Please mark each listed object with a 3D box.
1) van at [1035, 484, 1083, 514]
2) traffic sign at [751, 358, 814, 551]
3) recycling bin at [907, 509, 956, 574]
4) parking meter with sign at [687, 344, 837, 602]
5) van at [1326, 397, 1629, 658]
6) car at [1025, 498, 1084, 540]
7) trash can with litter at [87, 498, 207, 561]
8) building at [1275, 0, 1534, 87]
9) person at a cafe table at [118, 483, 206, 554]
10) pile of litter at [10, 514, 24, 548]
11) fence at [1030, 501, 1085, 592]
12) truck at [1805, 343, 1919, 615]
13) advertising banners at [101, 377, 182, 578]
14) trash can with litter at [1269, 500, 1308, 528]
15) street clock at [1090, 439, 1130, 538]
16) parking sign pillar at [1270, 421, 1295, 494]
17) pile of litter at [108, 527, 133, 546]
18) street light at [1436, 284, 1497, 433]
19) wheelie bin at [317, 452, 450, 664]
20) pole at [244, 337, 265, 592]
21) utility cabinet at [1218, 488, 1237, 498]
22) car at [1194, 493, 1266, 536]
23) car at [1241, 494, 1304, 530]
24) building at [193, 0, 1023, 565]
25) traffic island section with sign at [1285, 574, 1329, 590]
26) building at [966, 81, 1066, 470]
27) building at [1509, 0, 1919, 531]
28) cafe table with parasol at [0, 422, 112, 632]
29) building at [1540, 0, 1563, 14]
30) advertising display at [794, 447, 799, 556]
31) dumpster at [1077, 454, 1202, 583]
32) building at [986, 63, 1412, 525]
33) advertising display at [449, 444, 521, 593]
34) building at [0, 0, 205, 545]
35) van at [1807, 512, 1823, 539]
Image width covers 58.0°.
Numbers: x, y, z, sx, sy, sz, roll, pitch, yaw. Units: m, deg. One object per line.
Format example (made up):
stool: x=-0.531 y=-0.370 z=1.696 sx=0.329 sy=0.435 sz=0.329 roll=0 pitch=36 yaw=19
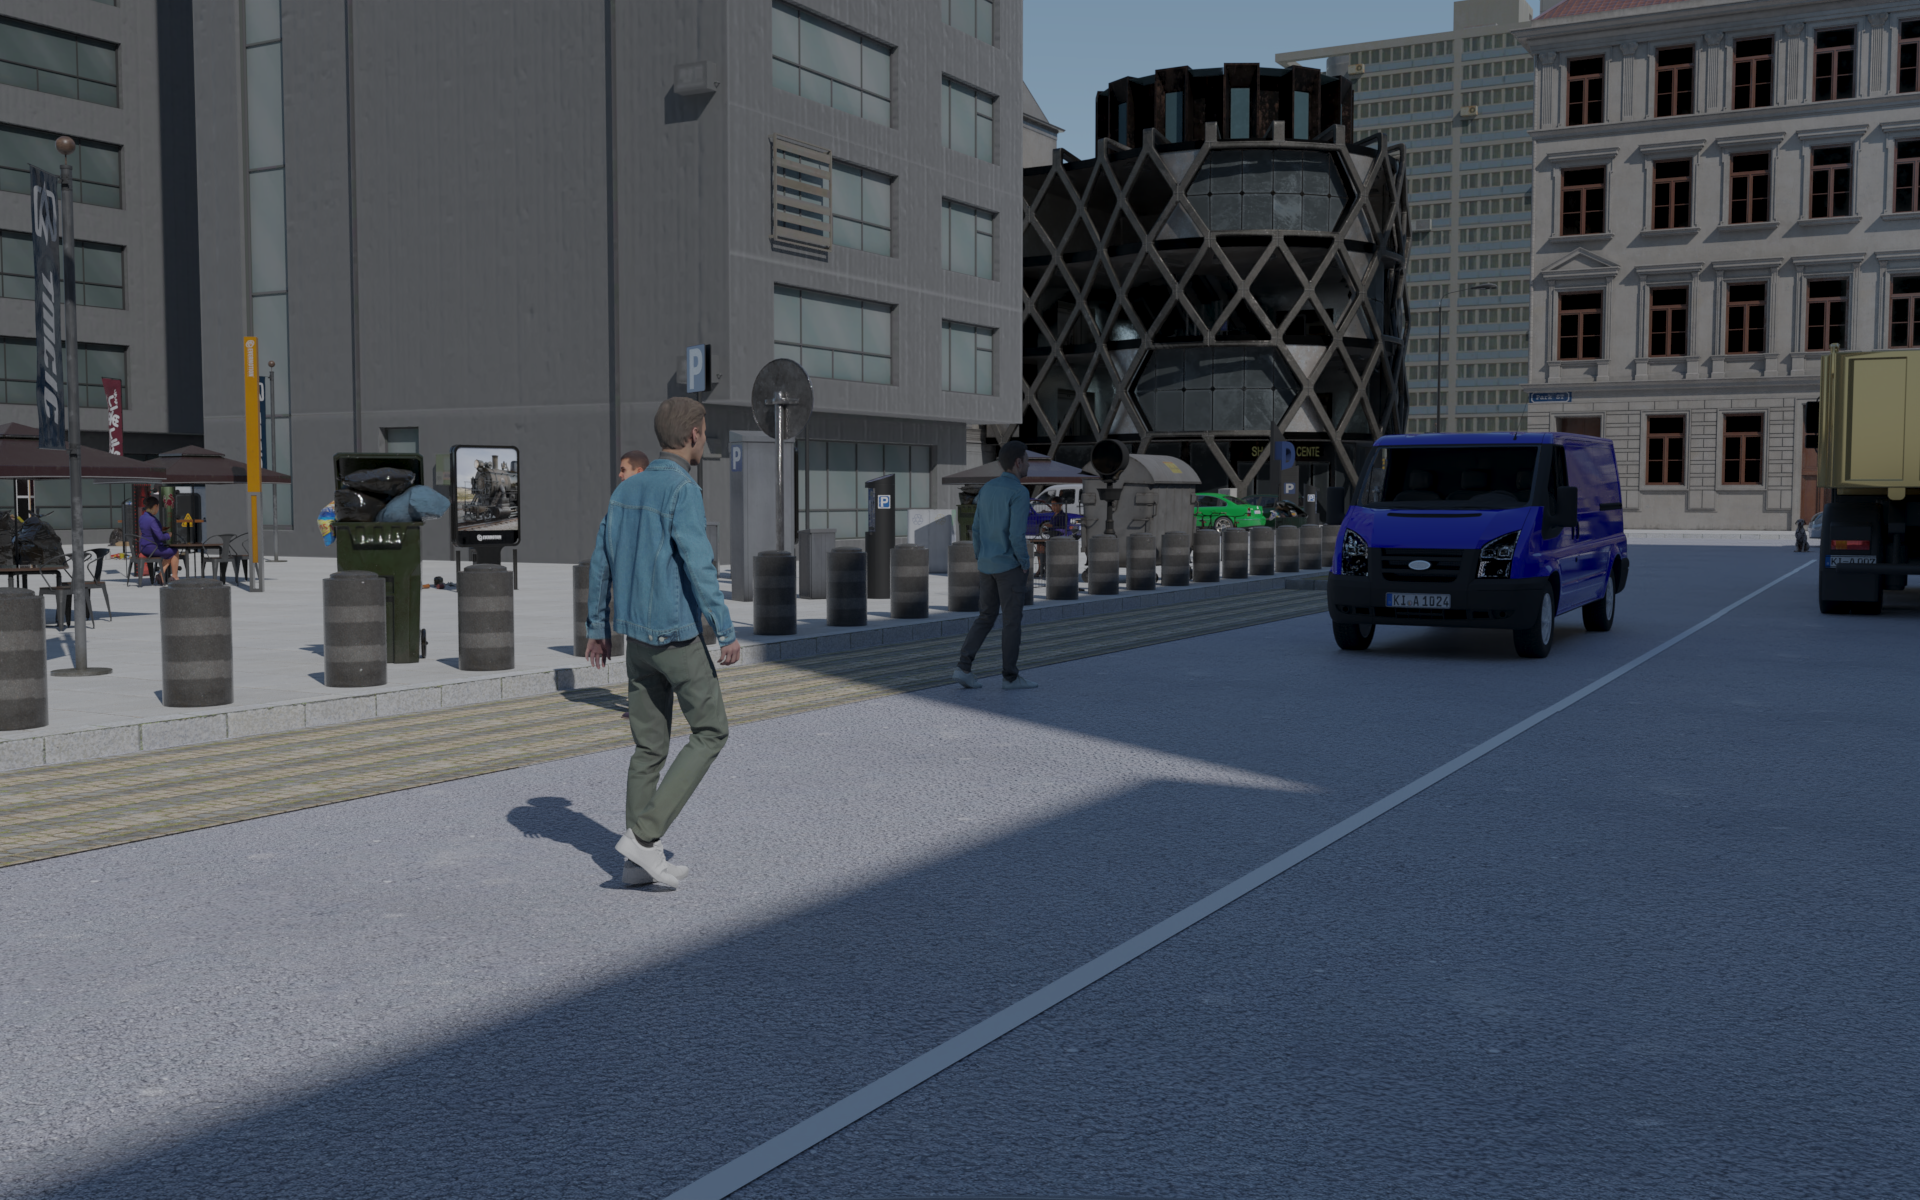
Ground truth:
van: x=3.758 y=-3.559 z=65.205 sx=4.112 sy=2.044 sz=2.013 roll=2 pitch=4 yaw=29
traffic sign: x=-1.692 y=-0.988 z=16.254 sx=0.768 sy=2.556 sz=0.104 roll=3 pitch=4 yaw=36
recycling bin: x=-0.459 y=-0.961 z=28.274 sx=0.722 sy=1.027 sz=0.722 roll=0 pitch=4 yaw=6
parking meter with sign: x=-2.352 y=-1.501 z=20.803 sx=1.738 sy=3.016 sz=0.543 roll=-2 pitch=4 yaw=-31
van: x=5.201 y=-0.776 z=17.076 sx=2.240 sy=2.365 sz=5.245 roll=2 pitch=4 yaw=29
car: x=2.023 y=-2.445 z=52.559 sx=3.894 sy=1.354 sz=1.945 roll=2 pitch=4 yaw=31
trash can with litter: x=-15.896 y=-1.404 z=34.016 sx=2.233 sy=1.210 sz=1.678 roll=0 pitch=4 yaw=7
building: x=44.137 y=-27.321 z=138.578 sx=32.217 sy=40.220 sz=23.993 roll=2 pitch=4 yaw=29
person at a cafe table: x=-17.069 y=-1.747 z=37.084 sx=1.698 sy=1.524 sz=1.622 roll=-1 pitch=4 yaw=-12
pile of litter: x=-20.202 y=-1.389 z=36.669 sx=1.719 sy=0.858 sz=1.176 roll=-3 pitch=5 yaw=-40
fence: x=0.858 y=-0.662 z=22.024 sx=0.480 sy=1.192 sz=2.264 roll=2 pitch=4 yaw=31
truck: x=13.165 y=-1.680 z=23.397 sx=3.469 sy=3.379 sz=9.791 roll=2 pitch=4 yaw=28
advertising banners: x=-12.722 y=-1.881 z=26.942 sx=0.090 sy=3.025 sz=2.074 roll=0 pitch=4 yaw=4
trash can with litter: x=6.463 y=-1.322 z=32.998 sx=1.055 sy=1.170 sz=0.624 roll=-2 pitch=4 yaw=-29
street clock: x=1.983 y=-1.124 z=22.951 sx=0.471 sy=2.002 sz=0.358 roll=2 pitch=4 yaw=27
parking sign pillar: x=11.988 y=-4.639 z=64.327 sx=1.447 sy=3.967 sz=1.447 roll=3 pitch=4 yaw=36
pile of litter: x=-20.410 y=-1.784 z=43.135 sx=1.719 sy=0.858 sz=1.176 roll=-3 pitch=5 yaw=-44
street light: x=11.216 y=-4.043 z=38.637 sx=1.470 sy=5.913 sz=1.316 roll=2 pitch=4 yaw=29
wheelie bin: x=-4.398 y=-0.326 z=13.237 sx=0.980 sy=1.594 sz=0.693 roll=-1 pitch=4 yaw=-16
pole: x=-9.203 y=-1.758 z=22.580 sx=0.158 sy=3.312 sz=0.155 roll=0 pitch=3 yaw=0
utility cabinet: x=10.396 y=-3.592 z=67.403 sx=0.318 sy=1.500 sz=1.173 roll=-1 pitch=4 yaw=-14
car: x=8.217 y=-3.139 z=60.120 sx=4.718 sy=1.807 sz=1.959 roll=2 pitch=4 yaw=31
car: x=10.545 y=-3.170 z=61.617 sx=4.222 sy=1.686 sz=2.009 roll=2 pitch=4 yaw=31
building: x=-6.620 y=-21.674 z=37.970 sx=14.086 sy=41.232 sz=14.154 roll=2 pitch=4 yaw=29
traffic island section with sign: x=6.196 y=-1.075 z=26.205 sx=1.989 sy=1.847 sz=2.006 roll=2 pitch=4 yaw=29
building: x=-5.340 y=-14.288 z=82.762 sx=18.267 sy=20.994 sz=9.793 roll=2 pitch=4 yaw=29
building: x=31.987 y=-13.883 z=63.151 sx=21.152 sy=22.565 sz=11.583 roll=2 pitch=4 yaw=29
cafe table with parasol: x=-9.055 y=-0.719 z=16.614 sx=2.610 sy=1.966 sz=2.610 roll=0 pitch=4 yaw=-8
building: x=70.431 y=-44.971 z=173.532 sx=20.611 sy=71.187 sz=20.563 roll=2 pitch=4 yaw=29
advertising display: x=-2.564 y=-1.135 z=23.765 sx=0.123 sy=1.923 sz=0.974 roll=-3 pitch=5 yaw=-45
dumpster: x=2.615 y=-1.197 z=25.337 sx=1.264 sy=1.857 sz=1.865 roll=2 pitch=4 yaw=29
building: x=11.412 y=-12.808 z=76.861 sx=16.811 sy=18.784 sz=16.820 roll=2 pitch=4 yaw=29
advertising display: x=-6.252 y=-1.079 z=22.849 sx=0.123 sy=1.923 sz=0.974 roll=3 pitch=5 yaw=43
building: x=-26.549 y=-16.894 z=47.914 sx=14.107 sy=30.474 sz=14.160 roll=2 pitch=4 yaw=29
van: x=24.844 y=-2.389 z=46.074 sx=4.112 sy=2.044 sz=2.013 roll=2 pitch=4 yaw=31
